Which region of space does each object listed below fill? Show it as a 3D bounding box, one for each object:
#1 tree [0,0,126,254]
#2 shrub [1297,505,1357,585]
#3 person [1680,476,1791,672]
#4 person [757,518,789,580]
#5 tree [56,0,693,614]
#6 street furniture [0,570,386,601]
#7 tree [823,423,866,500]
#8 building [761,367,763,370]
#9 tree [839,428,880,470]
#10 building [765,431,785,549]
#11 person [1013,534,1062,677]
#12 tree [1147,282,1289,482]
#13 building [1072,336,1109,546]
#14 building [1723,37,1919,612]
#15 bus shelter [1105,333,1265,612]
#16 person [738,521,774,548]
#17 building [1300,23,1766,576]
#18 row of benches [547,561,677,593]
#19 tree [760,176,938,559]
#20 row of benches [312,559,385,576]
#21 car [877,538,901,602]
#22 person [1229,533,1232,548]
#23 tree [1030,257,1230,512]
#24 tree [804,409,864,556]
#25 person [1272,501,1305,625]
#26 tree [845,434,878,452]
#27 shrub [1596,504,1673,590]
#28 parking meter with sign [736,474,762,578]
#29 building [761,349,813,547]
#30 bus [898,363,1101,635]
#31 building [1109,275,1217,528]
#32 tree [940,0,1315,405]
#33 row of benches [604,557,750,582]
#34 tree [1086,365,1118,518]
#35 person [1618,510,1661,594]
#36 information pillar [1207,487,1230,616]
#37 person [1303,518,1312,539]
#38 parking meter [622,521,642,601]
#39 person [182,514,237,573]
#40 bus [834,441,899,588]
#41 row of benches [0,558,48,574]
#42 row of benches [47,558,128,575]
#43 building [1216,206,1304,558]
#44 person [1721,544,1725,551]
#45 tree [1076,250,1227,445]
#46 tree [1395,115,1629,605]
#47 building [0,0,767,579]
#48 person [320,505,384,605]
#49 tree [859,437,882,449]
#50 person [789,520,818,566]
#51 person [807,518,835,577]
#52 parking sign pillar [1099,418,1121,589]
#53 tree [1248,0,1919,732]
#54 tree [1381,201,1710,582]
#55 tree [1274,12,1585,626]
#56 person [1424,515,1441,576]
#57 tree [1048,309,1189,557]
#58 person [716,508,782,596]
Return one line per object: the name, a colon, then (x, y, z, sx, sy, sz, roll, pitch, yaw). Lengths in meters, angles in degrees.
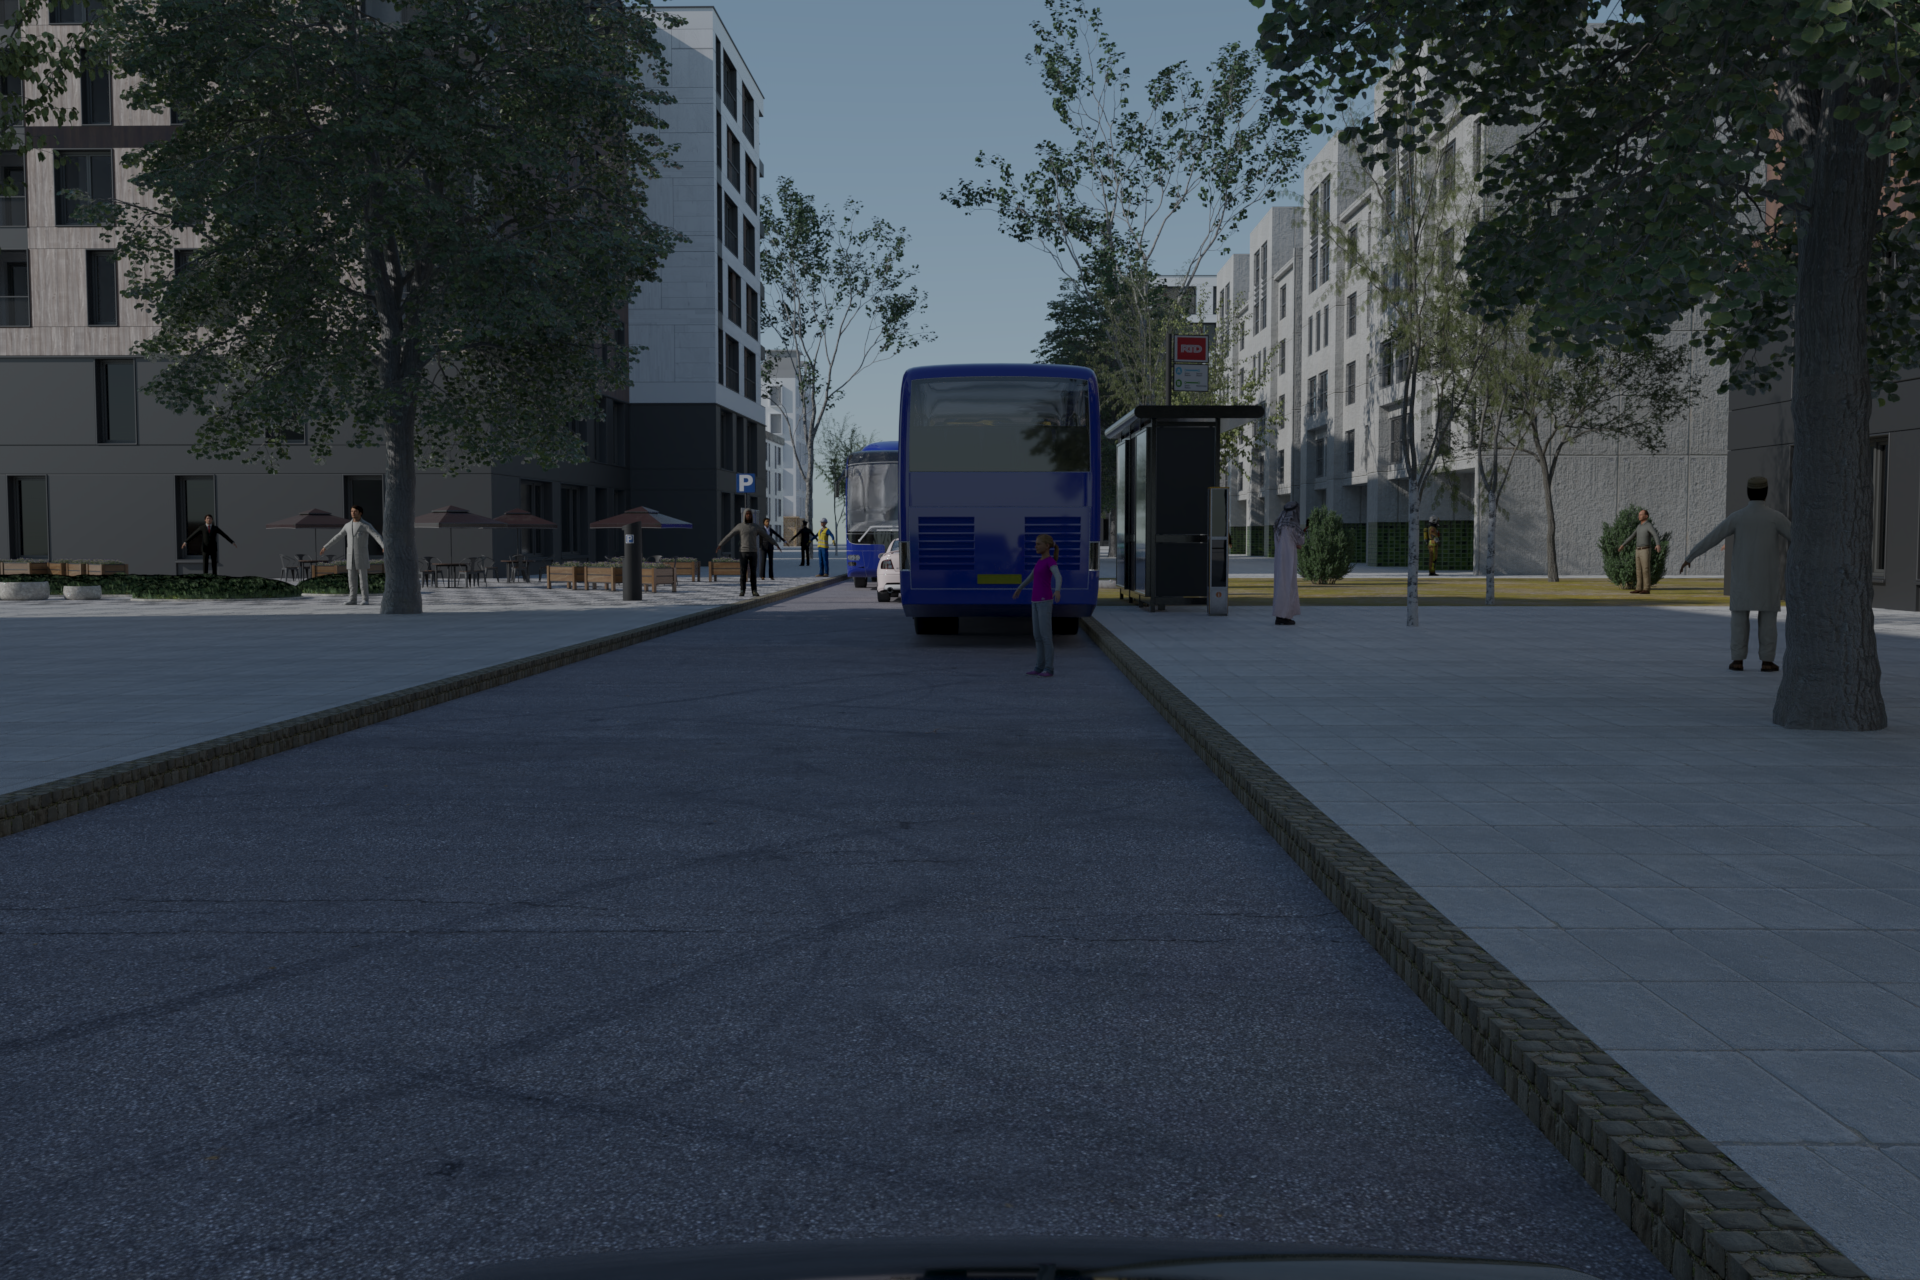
tree: (-8.887, -3.831, 12.997, 4.737, 8.622, 4.395, 0, 3, 0)
shrub: (9.244, -2.449, 44.086, 1.661, 2.075, 1.752, 0, 3, 0)
person: (7.457, -0.620, 16.232, 1.344, 1.819, 0.704, 2, 4, 30)
person: (-5.346, -2.538, 48.224, 1.216, 1.740, 0.721, -2, 4, -24)
tree: (-8.949, -7.403, 27.696, 9.857, 13.997, 8.962, 0, 3, 0)
street furniture: (-16.608, -1.227, 35.682, 10.072, 0.657, 5.734, 0, 4, -4)
tree: (-7.059, -10.001, 113.873, 4.737, 8.622, 4.395, 0, 3, 0)
building: (-24.786, -20.844, 197.219, 16.016, 20.090, 11.380, 0, 4, 1)
tree: (-6.789, -10.360, 119.748, 4.360, 8.622, 3.978, 0, 3, 0)
building: (-19.948, -12.856, 152.335, 9.099, 9.664, 28.070, 0, 4, 1)
person: (0.781, -0.348, 17.414, 0.599, 1.433, 0.991, -2, 4, -23)
tree: (7.478, -6.194, 51.641, 4.737, 8.622, 4.395, 0, 3, 0)
building: (25.820, -21.473, 195.065, 27.936, 21.610, 32.646, 0, 4, 1)
building: (26.019, -10.708, 19.051, 27.936, 21.610, 32.646, 0, 4, 2)
bus shelter: (3.924, -3.352, 32.435, 2.179, 5.291, 8.768, 0, 4, 0)
person: (-6.851, -3.206, 58.561, 1.346, 1.812, 0.704, -1, 4, -17)
building: (24.720, -12.370, 68.700, 16.747, 18.905, 31.486, 0, 4, 1)
row of benches: (-7.857, -1.448, 39.130, 4.104, 0.672, 1.422, 3, 5, 42)
tree: (-7.469, -14.347, 90.465, 12.611, 20.169, 13.585, 0, 3, 0)
row of benches: (-14.729, -1.676, 42.869, 1.422, 0.672, 4.104, 0, 4, 7)
car: (-0.782, -1.558, 37.842, 2.083, 1.381, 4.827, 0, 4, 2)
person: (6.886, -2.444, 46.186, 0.704, 1.802, 1.346, 3, 5, 44)
tree: (7.772, -10.553, 79.204, 9.857, 13.997, 8.962, 0, 3, 0)
tree: (-7.548, -9.317, 102.693, 4.360, 8.622, 3.978, 0, 3, 0)
person: (4.651, -1.087, 24.489, 0.621, 1.740, 0.551, -3, 4, -37)
tree: (-7.119, -10.763, 126.338, 4.360, 8.622, 3.978, 0, 3, 0)
shrub: (15.589, -2.179, 40.047, 1.690, 2.028, 1.600, 0, 3, 0)
parking meter with sign: (-6.126, -3.337, 50.816, 0.543, 3.016, 1.738, 0, 4, 3)
building: (-21.629, -19.712, 178.708, 16.016, 20.090, 11.380, 0, 4, 2)
bus: (0.555, -2.201, 27.530, 2.896, 3.916, 12.251, 0, 4, 1)
building: (26.979, -18.897, 152.947, 27.936, 21.610, 32.646, 0, 4, 1)
tree: (5.455, -12.664, 62.941, 12.611, 20.169, 13.585, 0, 3, 0)
row of benches: (-7.659, -1.903, 46.576, 4.104, 0.672, 1.422, 0, 4, 6)
tree: (7.927, -11.694, 109.320, 7.486, 12.596, 7.792, 0, 3, 0)
person: (14.598, -1.883, 37.063, 0.705, 1.796, 1.348, -1, 4, -15)
information pillar: (4.044, -1.385, 27.143, 0.304, 2.012, 0.304, 0, 4, 1)
person: (11.537, -3.104, 56.902, 1.345, 1.843, 0.704, 2, 4, 32)
parking meter: (-6.337, -1.533, 33.470, 0.372, 1.533, 0.369, 0, 3, 0)
person: (-19.945, -2.437, 46.033, 1.347, 1.806, 0.705, -2, 4, -26)
bus: (-1.573, -3.536, 49.366, 2.896, 3.916, 12.251, 0, 4, 1)
row of benches: (-25.698, -1.845, 45.636, 4.104, 0.672, 1.422, 1, 4, 23)
row of benches: (-22.009, -1.728, 43.717, 1.422, 0.672, 4.104, -3, 5, -45)
building: (25.399, -14.409, 102.046, 16.747, 18.905, 31.486, 0, 4, 1)
person: (17.860, -2.032, 39.357, 1.347, 1.817, 0.704, -2, 4, -25)
tree: (4.758, -5.843, 45.898, 4.360, 8.622, 3.978, 0, 3, 0)
tree: (9.426, -4.951, 31.312, 4.360, 8.622, 3.978, 0, 3, 0)
building: (-23.510, -13.558, 65.652, 27.936, 21.610, 32.646, 0, 4, 2)
person: (-10.911, -1.538, 31.326, 1.347, 1.806, 0.705, 1, 4, 11)
tree: (-6.859, -11.151, 132.676, 4.737, 8.622, 4.395, 0, 3, 0)
person: (-6.236, -3.893, 69.582, 1.347, 1.837, 0.705, -2, 4, -33)
person: (-4.143, -2.776, 51.844, 1.216, 1.772, 0.721, 3, 5, 43)
parking sign pillar: (3.952, -3.216, 41.057, 1.447, 3.967, 1.447, 0, 4, 2)
tree: (5.807, -6.385, 11.045, 9.857, 13.997, 8.962, 0, 3, 0)
tree: (15.907, -6.858, 46.542, 8.767, 10.594, 7.601, -1, 4, -9)
tree: (6.093, -4.502, 23.978, 4.360, 8.622, 3.978, 0, 3, 0)
person: (14.502, -2.886, 52.954, 0.705, 1.858, 1.354, 1, 4, 8)
tree: (8.544, -11.548, 95.465, 9.857, 13.997, 8.962, 0, 3, 0)
person: (-4.350, -1.805, 35.648, 1.348, 1.813, 0.705, -1, 4, -13)
